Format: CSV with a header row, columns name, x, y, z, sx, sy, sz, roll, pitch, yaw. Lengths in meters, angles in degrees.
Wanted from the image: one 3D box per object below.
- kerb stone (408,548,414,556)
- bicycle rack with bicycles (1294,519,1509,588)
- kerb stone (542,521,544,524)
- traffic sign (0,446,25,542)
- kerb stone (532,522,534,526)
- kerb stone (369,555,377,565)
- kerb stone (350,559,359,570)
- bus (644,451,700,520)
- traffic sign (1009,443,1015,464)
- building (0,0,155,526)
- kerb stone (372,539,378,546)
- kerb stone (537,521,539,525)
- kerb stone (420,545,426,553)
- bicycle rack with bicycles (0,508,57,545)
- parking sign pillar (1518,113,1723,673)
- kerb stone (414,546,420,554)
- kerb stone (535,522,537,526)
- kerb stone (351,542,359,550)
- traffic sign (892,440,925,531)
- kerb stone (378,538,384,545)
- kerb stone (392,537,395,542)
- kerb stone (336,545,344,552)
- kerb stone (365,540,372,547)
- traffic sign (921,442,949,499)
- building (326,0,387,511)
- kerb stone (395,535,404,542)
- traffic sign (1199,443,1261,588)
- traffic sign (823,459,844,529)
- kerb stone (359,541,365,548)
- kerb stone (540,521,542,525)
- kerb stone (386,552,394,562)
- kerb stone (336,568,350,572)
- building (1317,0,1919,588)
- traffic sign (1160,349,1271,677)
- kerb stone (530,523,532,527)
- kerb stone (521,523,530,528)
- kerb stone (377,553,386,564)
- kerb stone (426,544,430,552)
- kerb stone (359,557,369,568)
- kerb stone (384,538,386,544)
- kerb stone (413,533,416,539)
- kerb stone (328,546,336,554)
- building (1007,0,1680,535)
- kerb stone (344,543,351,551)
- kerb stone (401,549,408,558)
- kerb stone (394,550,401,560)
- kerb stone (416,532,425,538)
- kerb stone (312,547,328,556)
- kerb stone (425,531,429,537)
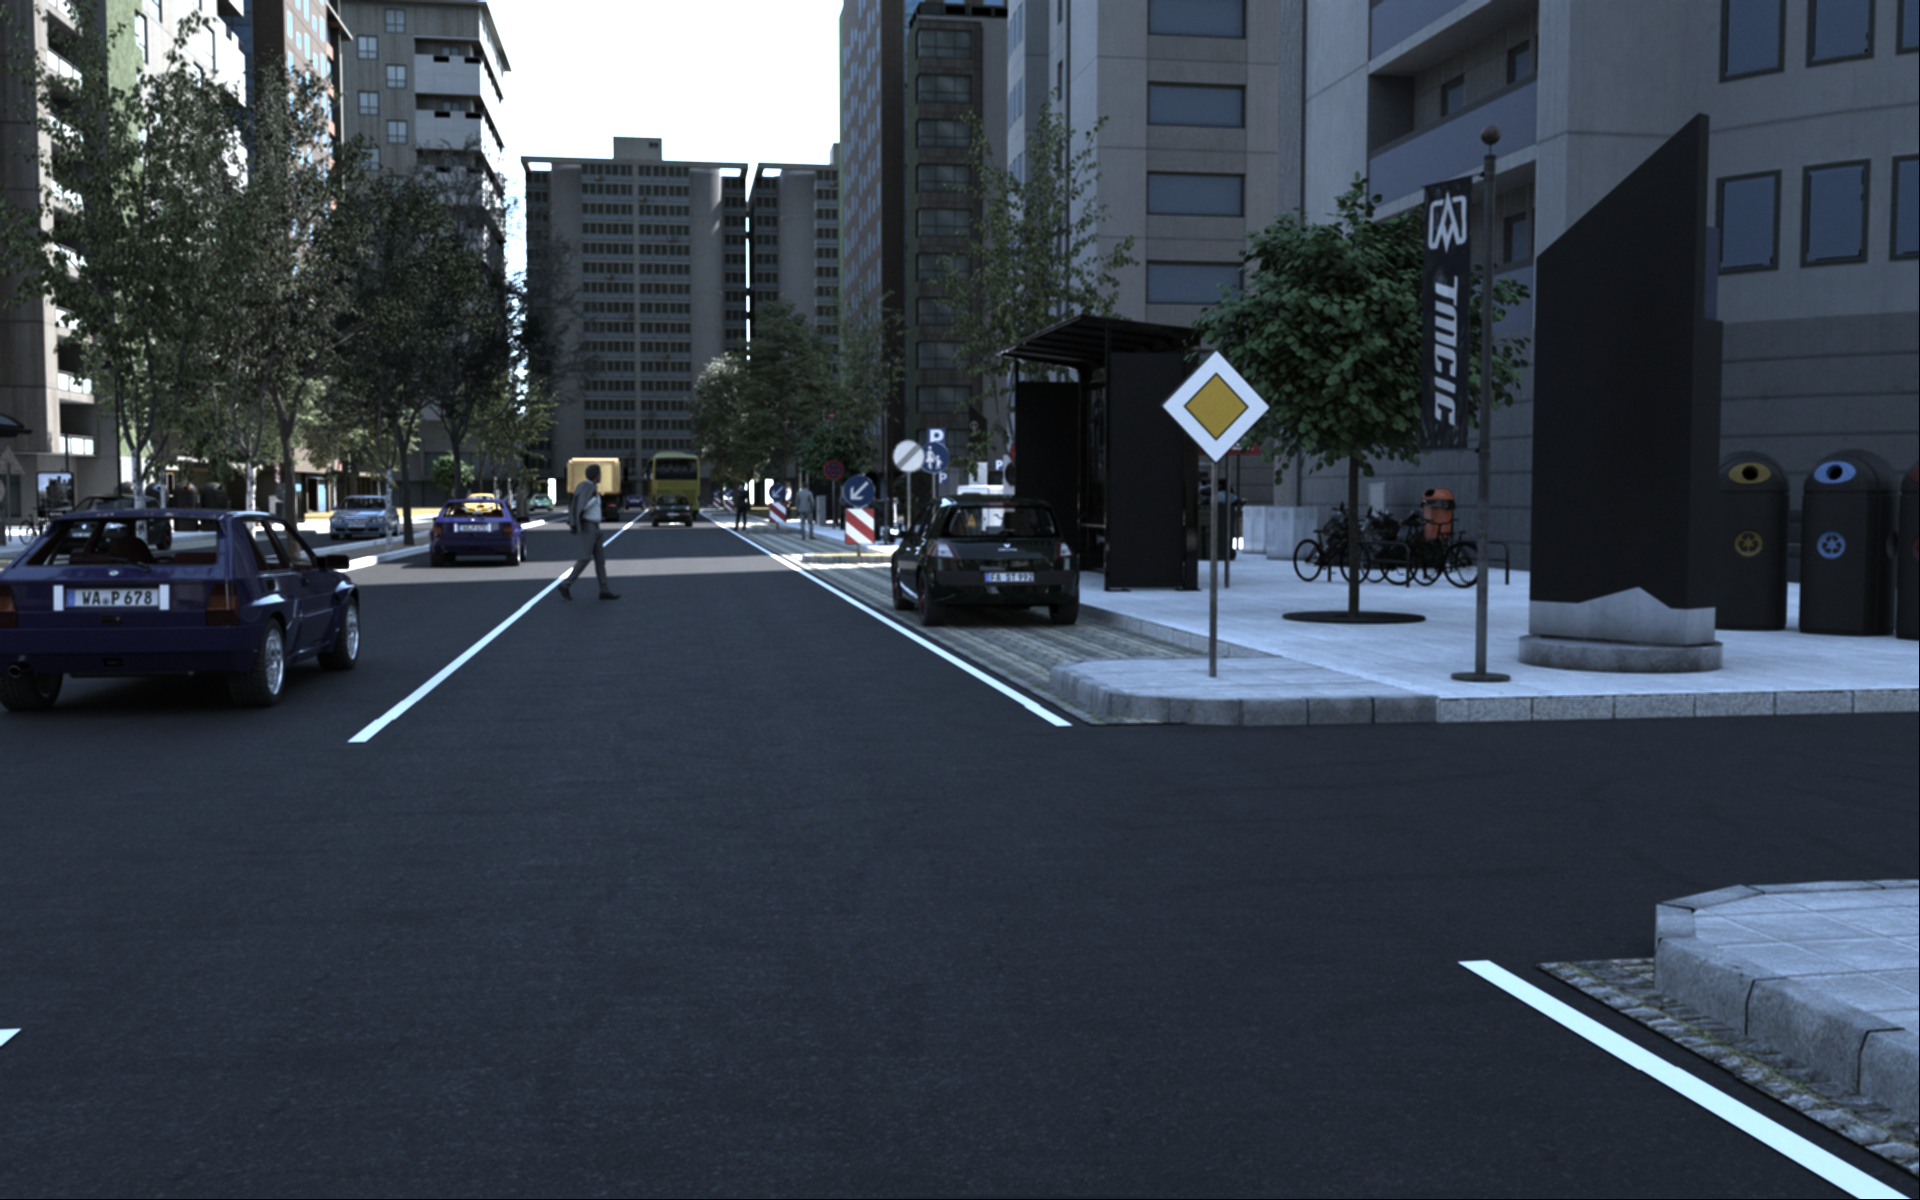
name,x,y,z,sx,sy,sz,roll,pitch,yaw
kerb stone,-12.780,-1.084,39.915,0.120,0.150,1.000,-1,4,-10
bicycle rack with bicycles,6.535,-0.696,24.754,2.852,0.926,2.925,-2,4,-24
kerb stone,-19.776,-3.614,81.378,0.120,0.150,1.000,-1,4,-10
traffic sign,-25.595,-2.849,46.589,0.884,2.594,0.081,0,4,-4
kerb stone,-18.750,-3.250,75.325,0.120,0.150,1.000,-1,4,-10
kerb stone,-11.931,-0.773,34.863,0.120,0.150,1.000,-1,4,-10
kerb stone,-11.584,-0.647,32.832,0.120,0.150,1.000,-1,4,-10
bus,-16.527,-6.598,99.431,2.896,3.916,12.252,-1,4,-12
traffic sign,1.463,-2.319,38.016,0.768,2.556,0.104,0,4,-1
building,-42.318,-23.608,69.583,14.154,41.232,14.086,-1,4,-10
kerb stone,-16.209,-1.546,47.586,0.120,0.150,1.000,-1,4,-10
kerb stone,-19.263,-3.434,78.349,0.120,0.150,1.000,-1,4,-10
kerb stone,-13.117,-1.207,41.948,0.120,0.150,1.000,-1,4,-10
bicycle rack with bicycles,-24.336,-1.890,44.292,2.852,0.926,2.925,0,4,-7
parking sign pillar,4.980,-1.499,12.980,1.447,3.967,1.447,-3,4,-38
kerb stone,-12.952,-1.146,40.926,0.120,0.150,1.000,-1,4,-10
kerb stone,-19.092,-3.373,77.341,0.120,0.150,1.000,-1,4,-10
kerb stone,-15.691,-1.368,44.560,0.120,0.150,1.000,-1,4,-10
traffic sign,-1.215,-2.498,40.953,0.768,2.556,0.104,0,4,-1
kerb stone,-16.367,-1.615,48.595,0.120,0.150,1.000,-1,4,-10
kerb stone,-16.714,-1.737,50.613,0.120,0.150,1.000,-1,4,-10
kerb stone,-15.351,-1.244,42.541,0.120,0.150,1.000,-1,4,-10
kerb stone,-16.032,-1.491,46.576,0.120,0.150,1.000,-1,4,-10
traffic sign,-0.643,-2.582,42.322,0.768,2.556,0.104,0,4,-6
building,-61.677,-29.383,135.030,28.867,44.769,22.147,-1,4,-10
kerb stone,-17.056,-1.854,52.630,0.120,0.150,1.000,-1,4,-10
traffic sign,3.639,-1.439,23.533,0.884,2.594,0.081,0,4,-5
traffic sign,-4.652,-3.897,63.826,0.768,2.556,0.104,0,4,-2
kerb stone,-15.862,-1.430,45.568,0.120,0.150,1.000,-1,4,-10
kerb stone,-19.601,-3.558,80.371,0.120,0.150,1.000,-1,4,-10
kerb stone,-12.261,-0.899,36.890,0.120,0.150,1.000,-1,4,-10
kerb stone,-11.413,-0.588,31.821,0.120,0.150,1.000,-1,4,-10
building,22.649,-30.014,32.723,28.212,58.520,21.231,-1,4,-10
traffic sign,1.771,-0.517,12.089,0.795,2.450,0.064,-1,4,-10
kerb stone,-18.585,-3.186,74.307,0.120,0.150,1.000,-1,4,-10
kerb stone,-18.410,-3.121,73.300,0.120,0.150,1.000,-1,4,-10
kerb stone,-12.095,-0.836,35.879,0.120,0.150,1.000,-1,4,-10
kerb stone,-13.283,-1.262,42.958,0.120,0.150,1.000,-1,4,-10
kerb stone,-11.746,-0.711,33.854,0.120,0.150,1.000,-1,4,-10
kerb stone,-16.544,-1.676,49.603,0.120,0.150,1.000,-1,4,-10
kerb stone,-17.395,-1.985,54.655,0.120,0.150,1.000,-1,4,-10
kerb stone,-15.179,-1.180,41.533,0.120,0.150,1.000,-1,4,-10
building,12.629,-32.472,72.911,21.231,58.520,28.212,-1,4,-10
kerb stone,-15.521,-1.303,43.550,0.120,0.150,1.000,-1,4,-10
kerb stone,-12.604,-1.022,38.908,0.120,0.150,1.000,-1,4,-10
kerb stone,-12.437,-0.960,37.899,0.120,0.150,1.000,-1,4,-10
kerb stone,-17.726,-2.109,56.685,0.120,0.150,1.000,-1,4,-10
kerb stone,-15.008,-1.121,40.525,0.120,0.150,1.000,-1,4,-10
kerb stone,-17.906,-2.171,57.704,0.120,0.150,1.000,-1,4,-10
